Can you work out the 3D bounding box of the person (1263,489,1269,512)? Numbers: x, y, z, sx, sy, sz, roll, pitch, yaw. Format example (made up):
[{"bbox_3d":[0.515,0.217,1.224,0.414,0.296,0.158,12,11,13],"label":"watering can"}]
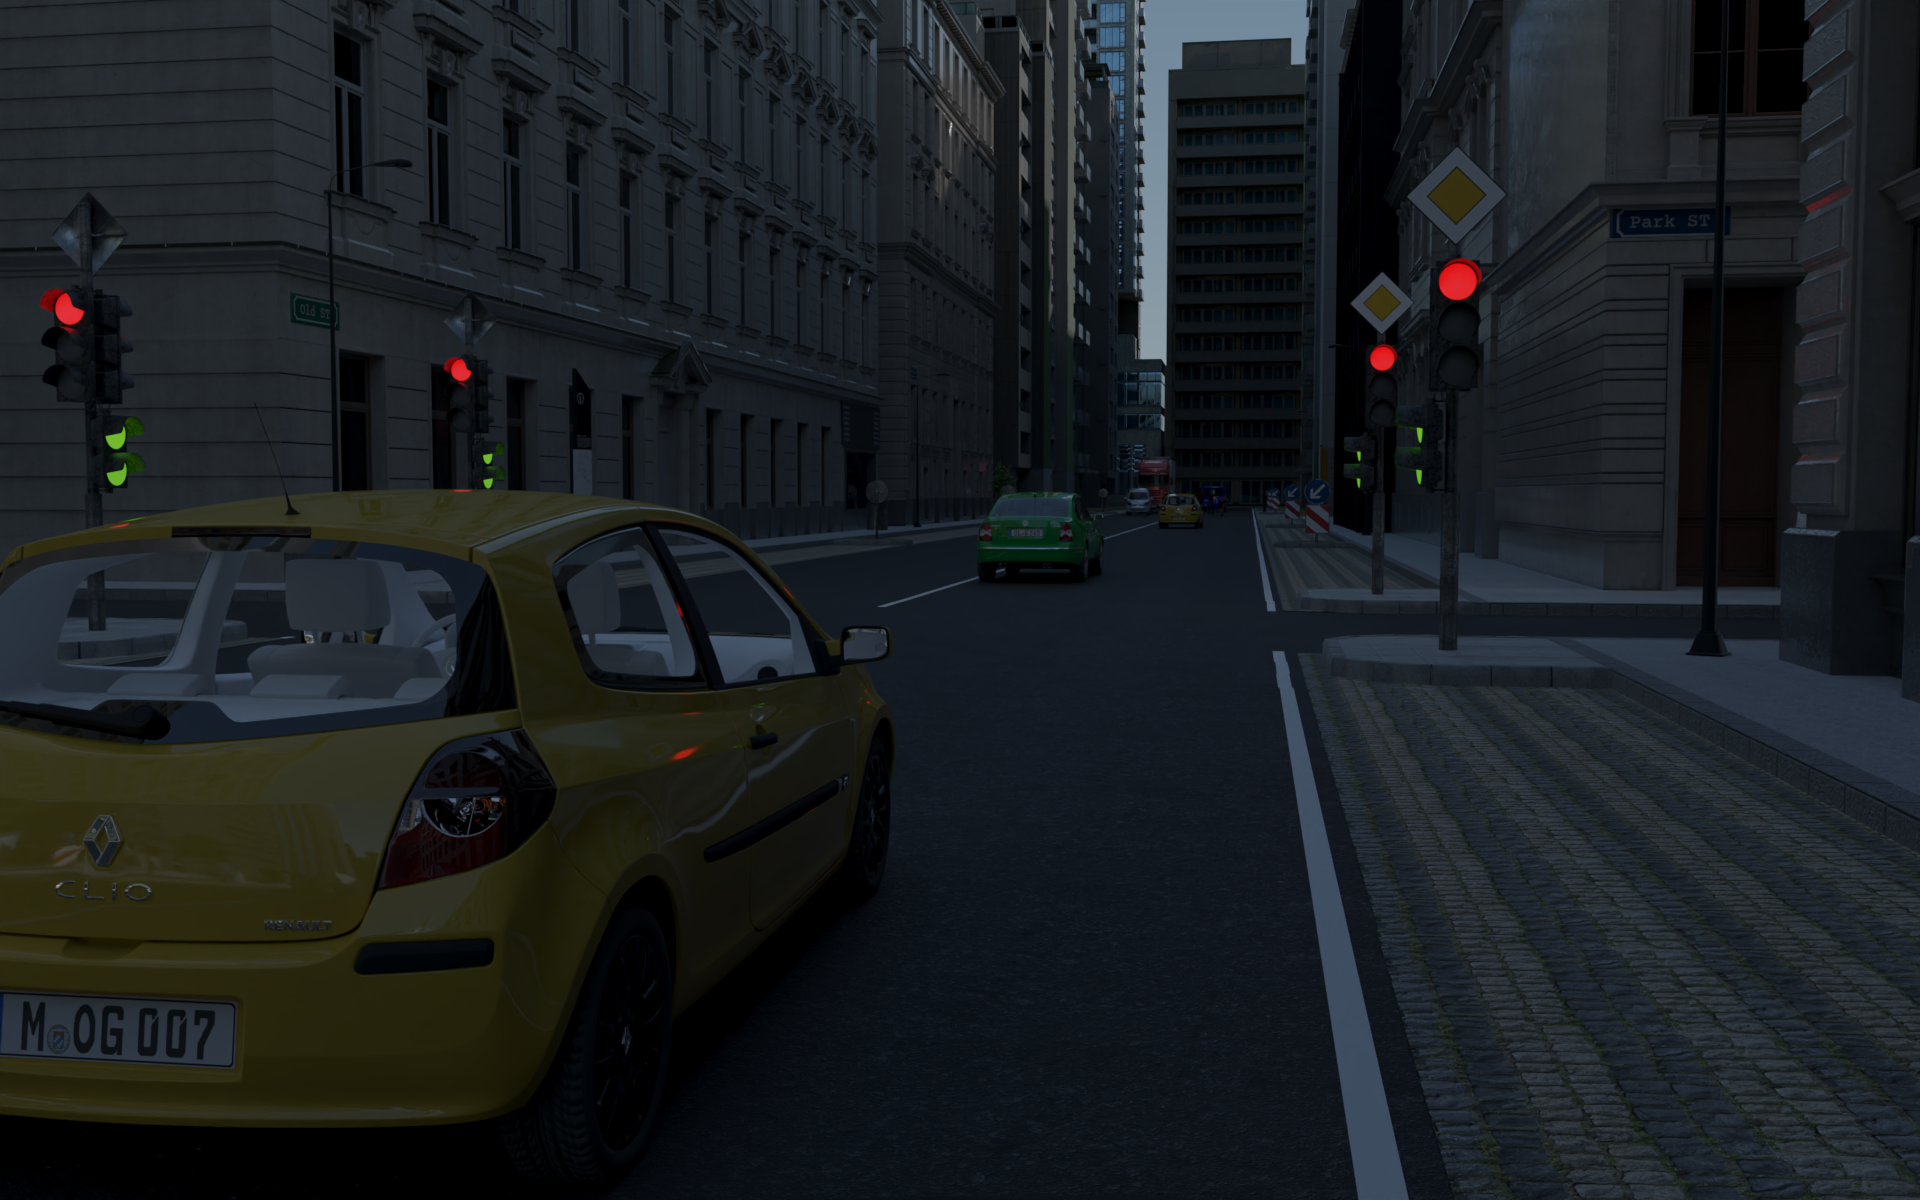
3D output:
[{"bbox_3d":[22.591,-7.318,128.166,0.705,1.821,1.348,0,4,-5],"label":"person"}]

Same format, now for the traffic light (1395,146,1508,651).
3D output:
[{"bbox_3d":[4.003,-1.544,14.158,0.839,4.253,0.868,1,4,9],"label":"traffic light"}]

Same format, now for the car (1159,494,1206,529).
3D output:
[{"bbox_3d":[9.370,-3.854,73.238,2.015,1.641,3.980,1,4,11],"label":"car"}]

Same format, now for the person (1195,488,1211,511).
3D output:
[{"bbox_3d":[14.498,-5.885,104.683,1.348,1.831,0.705,1,4,21],"label":"person"}]

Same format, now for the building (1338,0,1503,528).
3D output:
[{"bbox_3d":[25.407,-18.028,82.154,14.401,28.519,23.554,1,4,9],"label":"building"}]

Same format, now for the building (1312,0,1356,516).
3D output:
[{"bbox_3d":[33.413,-34.737,109.954,21.231,58.520,28.212,1,4,9],"label":"building"}]

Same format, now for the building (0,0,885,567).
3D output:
[{"bbox_3d":[-13.992,-16.518,46.480,17.030,29.872,44.131,1,4,9],"label":"building"}]

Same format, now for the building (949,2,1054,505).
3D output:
[{"bbox_3d":[-2.036,-20.476,106.491,14.160,30.474,14.107,1,4,9],"label":"building"}]

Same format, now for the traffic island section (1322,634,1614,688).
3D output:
[{"bbox_3d":[4.041,0.490,14.265,2.009,0.180,2.903,1,4,9],"label":"traffic island section"}]

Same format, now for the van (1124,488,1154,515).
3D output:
[{"bbox_3d":[12.141,-6.760,117.531,2.013,2.044,4.112,0,4,8],"label":"van"}]

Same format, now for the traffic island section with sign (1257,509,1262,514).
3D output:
[{"bbox_3d":[22.172,-6.965,122.503,1.989,1.847,2.006,1,4,9],"label":"traffic island section with sign"}]

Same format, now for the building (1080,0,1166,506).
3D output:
[{"bbox_3d":[7.432,-53.793,192.179,31.000,86.520,22.319,1,4,9],"label":"building"}]

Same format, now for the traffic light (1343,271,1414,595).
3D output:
[{"bbox_3d":[5.321,-2.025,22.034,0.839,4.253,0.868,1,4,9],"label":"traffic light"}]

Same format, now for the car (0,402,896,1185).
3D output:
[{"bbox_3d":[-1.297,0.312,5.117,2.015,1.641,3.980,1,4,9],"label":"car"}]

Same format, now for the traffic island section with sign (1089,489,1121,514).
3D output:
[{"bbox_3d":[10.338,-7.095,124.627,1.989,1.847,2.006,1,4,9],"label":"traffic island section with sign"}]

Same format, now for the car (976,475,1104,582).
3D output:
[{"bbox_3d":[1.434,-1.277,29.674,1.959,1.807,4.718,1,4,10],"label":"car"}]

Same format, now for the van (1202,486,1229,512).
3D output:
[{"bbox_3d":[20.320,-8.195,138.373,2.240,2.365,5.245,1,4,10],"label":"van"}]

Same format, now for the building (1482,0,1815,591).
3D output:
[{"bbox_3d":[18.999,-11.592,25.679,21.152,22.565,11.583,1,4,9],"label":"building"}]

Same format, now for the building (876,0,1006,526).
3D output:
[{"bbox_3d":[-5.729,-17.337,80.717,12.463,27.353,25.104,1,4,9],"label":"building"}]

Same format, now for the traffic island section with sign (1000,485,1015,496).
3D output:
[{"bbox_3d":[2.071,-4.076,75.274,1.989,1.847,2.006,1,4,9],"label":"traffic island section with sign"}]

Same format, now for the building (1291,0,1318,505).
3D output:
[{"bbox_3d":[39.110,-31.770,139.047,23.786,49.044,30.456,1,4,9],"label":"building"}]

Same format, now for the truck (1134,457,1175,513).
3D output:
[{"bbox_3d":[15.001,-8.770,132.307,2.839,4.237,11.283,1,4,9],"label":"truck"}]

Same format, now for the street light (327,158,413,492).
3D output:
[{"bbox_3d":[-8.246,-3.158,24.170,1.470,5.913,1.316,1,4,9],"label":"street light"}]

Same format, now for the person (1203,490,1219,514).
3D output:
[{"bbox_3d":[17.802,-6.944,122.559,1.217,1.766,0.721,0,4,-2],"label":"person"}]

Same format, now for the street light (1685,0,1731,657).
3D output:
[{"bbox_3d":[5.434,-2.519,13.722,1.470,5.913,1.316,1,4,9],"label":"street light"}]

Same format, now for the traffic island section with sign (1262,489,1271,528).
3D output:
[{"bbox_3d":[13.911,-3.947,73.162,1.989,1.847,2.006,1,4,9],"label":"traffic island section with sign"}]

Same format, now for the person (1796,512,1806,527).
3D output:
[{"bbox_3d":[9.597,-0.508,19.408,0.503,1.515,0.523,2,4,28],"label":"person"}]

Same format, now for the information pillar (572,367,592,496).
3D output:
[{"bbox_3d":[-7.054,-2.506,32.333,0.183,3.616,0.504,2,4,23],"label":"information pillar"}]

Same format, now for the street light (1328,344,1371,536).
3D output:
[{"bbox_3d":[12.091,-4.964,53.709,1.470,5.913,1.316,1,4,9],"label":"street light"}]

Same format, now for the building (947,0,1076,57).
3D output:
[{"bbox_3d":[0.297,-26.694,120.039,14.154,41.232,14.086,1,4,9],"label":"building"}]

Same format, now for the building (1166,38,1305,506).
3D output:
[{"bbox_3d":[33.595,-34.553,188.649,21.600,48.544,21.300,1,4,9],"label":"building"}]

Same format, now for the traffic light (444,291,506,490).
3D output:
[{"bbox_3d":[-6.775,-2.148,24.035,0.839,4.253,0.868,1,4,9],"label":"traffic light"}]

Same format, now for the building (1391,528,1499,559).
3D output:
[{"bbox_3d":[18.280,-15.653,43.312,14.401,28.519,23.554,1,4,9],"label":"building"}]

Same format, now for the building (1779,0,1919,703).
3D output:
[{"bbox_3d":[9.550,-10.640,2.842,11.050,23.489,19.941,1,4,9],"label":"building"}]

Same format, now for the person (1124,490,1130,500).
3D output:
[{"bbox_3d":[13.398,-7.893,138.255,0.721,1.736,1.217,3,4,37],"label":"person"}]

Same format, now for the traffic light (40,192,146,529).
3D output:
[{"bbox_3d":[-8.094,-1.666,16.159,0.839,4.253,0.868,1,4,9],"label":"traffic light"}]

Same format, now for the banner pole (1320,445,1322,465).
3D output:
[{"bbox_3d":[18.386,-5.989,87.936,0.401,3.779,0.863,2,4,28],"label":"banner pole"}]

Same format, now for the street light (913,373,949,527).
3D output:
[{"bbox_3d":[-1.108,-5.748,66.517,1.470,5.913,1.316,1,4,9],"label":"street light"}]

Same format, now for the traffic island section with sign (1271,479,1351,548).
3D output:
[{"bbox_3d":[9.433,-2.310,46.402,1.989,1.847,2.006,1,4,9],"label":"traffic island section with sign"}]

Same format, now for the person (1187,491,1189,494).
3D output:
[{"bbox_3d":[23.088,-10.223,176.184,0.617,1.759,0.750,-2,4,-31],"label":"person"}]

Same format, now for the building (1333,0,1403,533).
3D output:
[{"bbox_3d":[20.394,-14.273,63.047,12.332,23.373,15.834,1,4,9],"label":"building"}]

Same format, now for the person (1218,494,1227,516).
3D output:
[{"bbox_3d":[17.230,-6.223,113.486,0.421,1.427,0.697,-2,4,-26],"label":"person"}]

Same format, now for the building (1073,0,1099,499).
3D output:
[{"bbox_3d":[-1.085,-31.989,142.636,23.786,49.044,30.456,1,4,9],"label":"building"}]

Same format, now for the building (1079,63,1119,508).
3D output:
[{"bbox_3d":[8.135,-29.632,168.083,14.086,41.232,14.154,1,4,9],"label":"building"}]

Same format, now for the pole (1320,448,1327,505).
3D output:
[{"bbox_3d":[16.064,-5.073,76.794,0.158,3.312,0.155,0,3,0],"label":"pole"}]

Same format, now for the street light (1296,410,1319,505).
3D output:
[{"bbox_3d":[19.273,-7.545,95.896,1.470,5.913,1.316,1,4,9],"label":"street light"}]

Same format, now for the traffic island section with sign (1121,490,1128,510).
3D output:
[{"bbox_3d":[14.902,-8.758,151.827,1.989,1.847,2.006,1,4,9],"label":"traffic island section with sign"}]

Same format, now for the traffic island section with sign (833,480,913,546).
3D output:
[{"bbox_3d":[-2.385,-2.445,48.606,1.989,1.847,2.006,1,4,9],"label":"traffic island section with sign"}]

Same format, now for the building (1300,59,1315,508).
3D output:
[{"bbox_3d":[39.171,-29.275,162.239,14.154,41.232,14.086,1,4,9],"label":"building"}]

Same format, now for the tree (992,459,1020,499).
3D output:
[{"bbox_3d":[2.220,-6.255,96.870,1.663,3.219,1.824,0,3,0],"label":"tree"}]

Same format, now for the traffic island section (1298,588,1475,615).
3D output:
[{"bbox_3d":[5.359,0.009,22.141,2.009,0.180,2.903,1,4,9],"label":"traffic island section"}]
